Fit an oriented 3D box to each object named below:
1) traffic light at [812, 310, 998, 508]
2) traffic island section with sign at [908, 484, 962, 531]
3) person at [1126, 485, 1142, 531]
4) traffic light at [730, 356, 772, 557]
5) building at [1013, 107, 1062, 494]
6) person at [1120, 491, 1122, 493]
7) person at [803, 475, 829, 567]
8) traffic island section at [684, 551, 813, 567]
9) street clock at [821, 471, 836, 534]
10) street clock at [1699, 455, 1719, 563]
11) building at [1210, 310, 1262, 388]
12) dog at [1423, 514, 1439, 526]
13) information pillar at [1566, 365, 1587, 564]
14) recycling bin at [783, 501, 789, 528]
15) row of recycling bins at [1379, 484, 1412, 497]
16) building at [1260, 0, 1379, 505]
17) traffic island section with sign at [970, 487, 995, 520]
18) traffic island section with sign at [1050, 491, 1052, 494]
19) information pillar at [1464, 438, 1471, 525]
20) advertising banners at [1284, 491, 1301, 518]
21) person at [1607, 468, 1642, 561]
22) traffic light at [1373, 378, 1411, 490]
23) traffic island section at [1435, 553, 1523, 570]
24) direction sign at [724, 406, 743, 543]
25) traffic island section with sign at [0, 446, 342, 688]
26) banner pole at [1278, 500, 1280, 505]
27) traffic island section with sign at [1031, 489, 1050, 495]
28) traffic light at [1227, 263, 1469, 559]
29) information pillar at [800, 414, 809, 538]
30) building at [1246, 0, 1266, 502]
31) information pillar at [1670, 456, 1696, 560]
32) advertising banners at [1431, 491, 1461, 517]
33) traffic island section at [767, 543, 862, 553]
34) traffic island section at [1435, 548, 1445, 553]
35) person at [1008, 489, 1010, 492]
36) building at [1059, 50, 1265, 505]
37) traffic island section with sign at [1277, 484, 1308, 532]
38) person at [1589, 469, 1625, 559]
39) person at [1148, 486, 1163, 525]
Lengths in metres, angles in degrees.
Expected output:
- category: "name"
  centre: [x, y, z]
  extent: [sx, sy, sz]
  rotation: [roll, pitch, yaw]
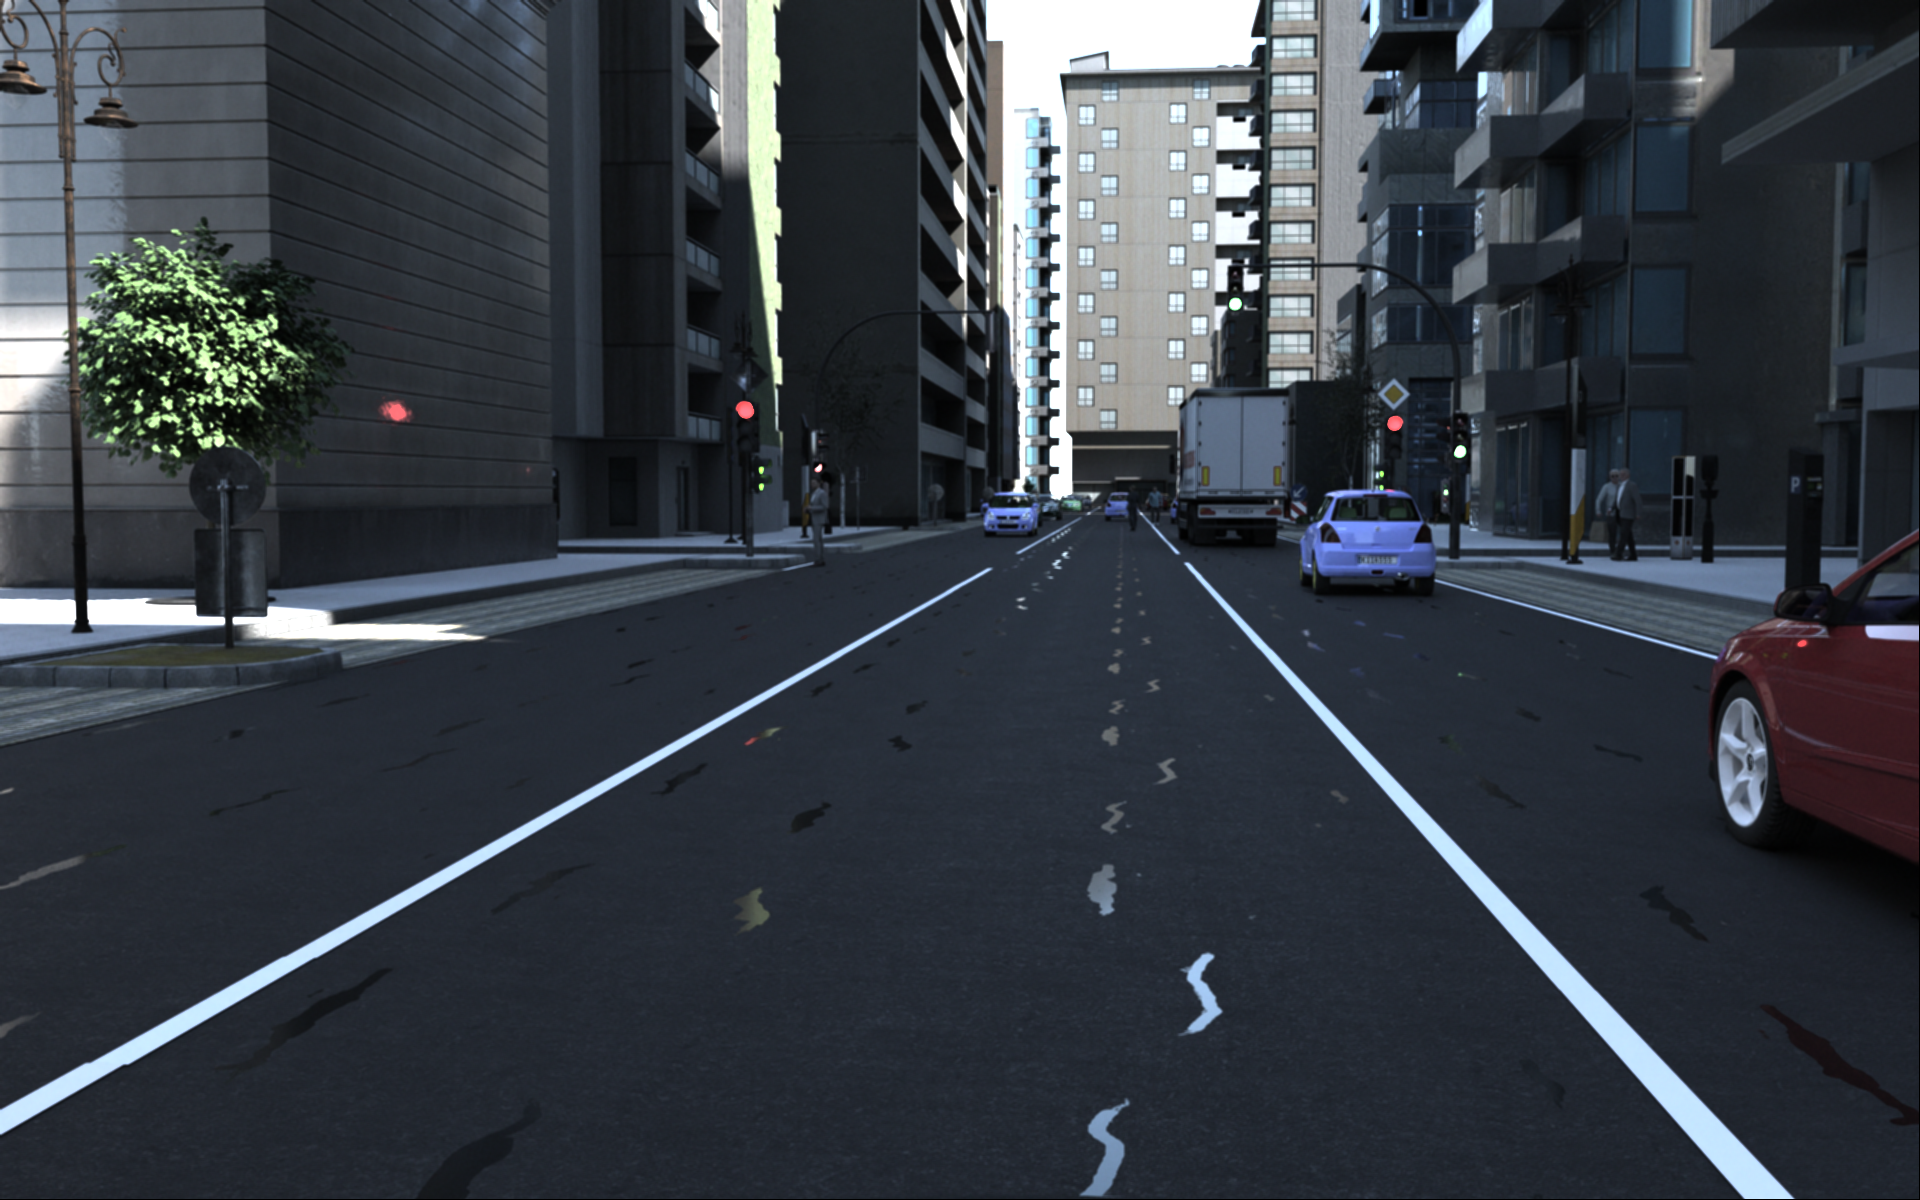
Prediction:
- category: "traffic light"
  centre: [-1.445, -4.187, 43.126]
  extent: [4.771, 5.953, 1.251]
  rotation: [0, 4, 5]
- category: "traffic island section with sign"
  centre: [-0.938, -3.625, 67.890]
  extent: [1.989, 1.847, 2.006]
  rotation: [0, 4, 5]
- category: "person"
  centre: [6.818, -3.606, 67.875]
  extent: [0.576, 1.772, 0.534]
  rotation: [-3, 5, -44]
- category: "traffic light"
  centre: [-4.285, -2.839, 35.337]
  extent: [0.839, 4.253, 0.868]
  rotation: [0, 4, 5]
- category: "building"
  centre: [-2.671, -36.374, 214.325]
  extent: [30.456, 49.044, 23.786]
  rotation: [0, 4, 5]
- category: "person"
  centre: [13.528, -8.310, 145.304]
  extent: [0.436, 1.711, 0.756]
  rotation: [-2, 4, -27]
- category: "person"
  centre: [-2.903, -1.569, 34.345]
  extent: [0.583, 1.804, 0.606]
  rotation: [-2, 4, -34]
- category: "traffic island section"
  centre: [-4.324, -0.807, 35.476]
  extent: [2.009, 0.180, 2.903]
  rotation: [0, 4, 5]
- category: "street clock"
  centre: [-4.224, -3.108, 55.390]
  extent: [0.471, 2.002, 0.358]
  rotation: [2, 4, 31]
- category: "street clock"
  centre: [13.950, -1.694, 32.267]
  extent: [0.358, 2.002, 0.471]
  rotation: [2, 4, 32]
- category: "building"
  centre: [40.055, -20.234, 175.864]
  extent: [27.650, 21.520, 28.899]
  rotation: [0, 4, 5]
- category: "dog"
  centre: [18.802, -3.199, 69.134]
  extent: [0.540, 0.507, 0.406]
  rotation: [-2, 4, -31]
- category: "information pillar"
  centre: [11.345, -2.472, 31.777]
  extent: [0.183, 3.616, 0.504]
  rotation: [3, 5, 40]
- category: "recycling bin"
  centre: [-6.971, -3.280, 66.183]
  extent: [0.722, 1.027, 0.722]
  rotation: [-1, 4, -19]
- category: "row of recycling bins"
  centre: [18.368, -4.044, 73.226]
  extent: [1.069, 1.692, 3.534]
  rotation: [2, 4, 25]
- category: "building"
  centre: [29.005, -27.047, 125.812]
  extent: [14.154, 41.232, 14.086]
  rotation: [0, 4, 5]
- category: "traffic island section with sign"
  centre: [1.605, -5.266, 94.726]
  extent: [1.989, 1.847, 2.006]
  rotation: [0, 4, 5]
- category: "traffic island section with sign"
  centre: [8.858, -9.973, 171.690]
  extent: [1.989, 1.847, 2.006]
  rotation: [0, 4, 5]
- category: "information pillar"
  centre: [21.078, -4.894, 71.379]
  extent: [0.504, 3.616, 0.183]
  rotation: [-1, 4, -15]
- category: "advertising banners"
  centre: [17.387, -5.853, 91.889]
  extent: [2.074, 3.025, 0.090]
  rotation: [-3, 4, -37]
- category: "person"
  centre: [12.626, -1.624, 33.001]
  extent: [0.834, 1.777, 0.661]
  rotation: [-2, 4, -27]
- category: "traffic light"
  centre: [10.465, -3.246, 41.988]
  extent: [0.839, 4.253, 0.868]
  rotation: [0, 4, 5]
- category: "traffic island section"
  centre: [9.755, -0.726, 34.149]
  extent: [2.009, 0.180, 2.903]
  rotation: [0, 4, 5]
- category: "direction sign"
  centre: [-5.996, -3.257, 45.253]
  extent: [0.379, 3.537, 0.876]
  rotation: [0, 4, 0]
- category: "traffic island section with sign"
  centre: [-6.045, -0.307, 13.649]
  extent: [1.989, 1.847, 2.006]
  rotation: [0, 4, 5]
- category: "banner pole"
  centre: [17.799, -6.526, 96.713]
  extent: [0.401, 3.779, 0.863]
  rotation: [0, 4, 5]
- category: "traffic island section with sign"
  centre: [6.301, -8.323, 144.707]
  extent: [1.989, 1.847, 2.006]
  rotation: [0, 4, 5]
- category: "traffic light"
  centre: [7.625, -3.635, 34.093]
  extent: [4.771, 5.953, 1.251]
  rotation: [0, 4, 5]
- category: "information pillar"
  centre: [-4.519, -3.622, 50.574]
  extent: [0.183, 3.616, 0.504]
  rotation: [-1, 4, -20]
- category: "building"
  centre: [35.902, -30.090, 146.588]
  extent: [22.147, 44.769, 28.867]
  rotation: [0, 4, 5]
- category: "information pillar"
  centre: [14.081, -1.790, 33.751]
  extent: [0.304, 2.012, 0.304]
  rotation: [-2, 4, -32]
- category: "advertising banners"
  centre: [22.167, -4.976, 77.542]
  extent: [2.074, 3.025, 0.090]
  rotation: [1, 4, 13]
- category: "traffic island section"
  centre: [-3.574, -1.293, 43.426]
  extent: [2.009, 0.180, 2.903]
  rotation: [0, 4, 5]
- category: "traffic island section"
  centre: [10.504, -1.212, 42.099]
  extent: [2.009, 0.180, 2.903]
  rotation: [0, 4, 5]
- category: "person"
  centre: [4.214, -8.642, 147.858]
  extent: [1.217, 1.766, 0.721]
  rotation: [0, 4, -5]
- category: "building"
  centre: [26.426, -38.221, 214.152]
  extent: [27.495, 52.752, 28.713]
  rotation: [0, 4, 5]
- category: "traffic island section with sign"
  centre: [12.824, -3.545, 66.588]
  extent: [1.989, 1.847, 2.006]
  rotation: [0, 4, 5]
- category: "person"
  centre: [12.813, -1.688, 34.120]
  extent: [0.782, 1.767, 0.515]
  rotation: [0, 4, -7]
- category: "person"
  centre: [9.000, -4.355, 79.730]
  extent: [0.660, 1.820, 0.620]
  rotation: [0, 4, -3]
